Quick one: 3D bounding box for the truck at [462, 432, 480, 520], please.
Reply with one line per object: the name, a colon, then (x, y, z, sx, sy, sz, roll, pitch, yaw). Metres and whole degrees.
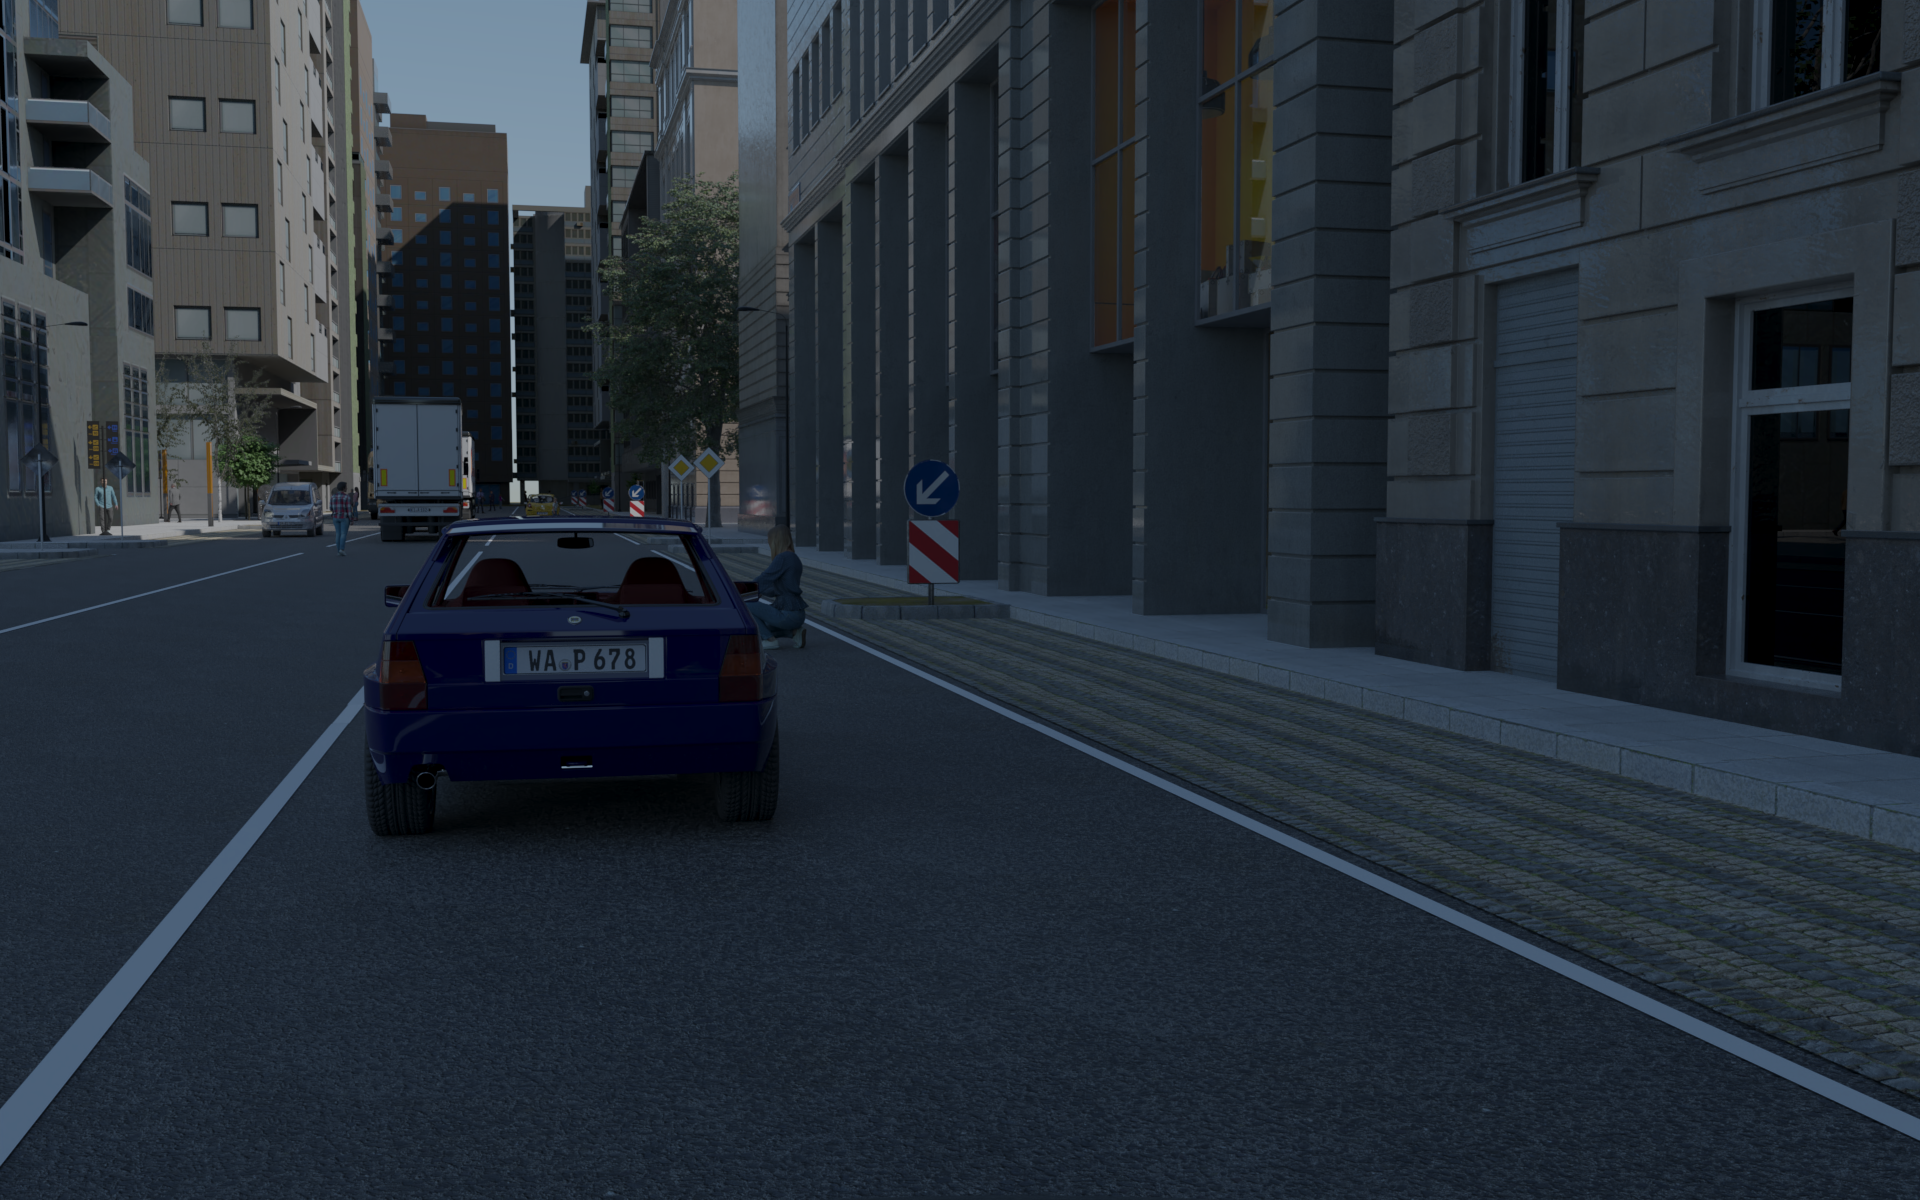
truck: (-24.546, -5.750, 82.924, 2.839, 4.237, 11.283, -1, 4, -14)

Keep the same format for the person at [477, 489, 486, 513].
person: (-35.396, -7.319, 128.033, 0.709, 1.838, 0.599, -3, 5, -39)

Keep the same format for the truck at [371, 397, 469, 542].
truck: (-17.210, -4.072, 55.492, 2.839, 4.237, 11.283, -1, 4, -16)

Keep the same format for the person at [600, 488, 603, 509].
person: (-30.871, -8.753, 149.255, 0.705, 1.812, 1.348, -1, 4, -18)

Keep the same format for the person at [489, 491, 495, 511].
person: (-39.298, -8.313, 145.339, 0.541, 1.710, 0.530, 2, 4, 34)

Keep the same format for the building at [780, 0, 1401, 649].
building: (4.572, -15.384, 29.029, 11.434, 29.767, 29.804, -1, 4, -14)

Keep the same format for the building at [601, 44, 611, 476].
building: (-20.531, -32.933, 158.064, 23.786, 49.044, 30.456, -1, 4, -14)

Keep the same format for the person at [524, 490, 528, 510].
person: (-38.690, -8.906, 154.633, 0.721, 1.766, 1.217, -1, 4, -18)

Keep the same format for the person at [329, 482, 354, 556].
person: (-14.357, -1.885, 40.156, 0.563, 1.720, 0.643, 1, 4, 14)

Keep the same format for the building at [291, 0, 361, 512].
building: (-51.557, -26.966, 124.483, 14.154, 41.232, 14.086, -1, 4, -14)

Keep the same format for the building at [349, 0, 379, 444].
building: (-59.083, -30.697, 152.004, 14.600, 45.320, 14.200, -1, 4, -14)

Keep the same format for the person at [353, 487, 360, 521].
person: (-32.155, -5.118, 92.181, 0.388, 1.821, 0.555, -1, 4, -15)

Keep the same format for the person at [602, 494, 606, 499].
person: (-29.699, -8.439, 144.964, 0.436, 1.711, 0.756, -1, 4, -12)

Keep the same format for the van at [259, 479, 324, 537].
van: (-22.663, -3.170, 58.848, 2.013, 2.044, 4.112, -1, 4, -15)

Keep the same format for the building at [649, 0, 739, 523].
building: (-7.965, -18.370, 86.259, 13.634, 28.700, 20.117, -1, 4, -14)

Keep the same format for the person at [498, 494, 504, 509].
person: (-43.679, -9.369, 164.903, 0.991, 1.433, 0.599, 3, 5, 42)

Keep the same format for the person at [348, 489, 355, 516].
person: (-38.861, -6.225, 110.673, 0.661, 1.777, 0.834, -2, 4, -31)

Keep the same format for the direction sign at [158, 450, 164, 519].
direction sign: (-41.374, -5.971, 89.621, 0.379, 3.537, 0.876, -2, 4, -33)

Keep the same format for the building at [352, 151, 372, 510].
building: (-55.238, -22.432, 138.465, 14.160, 30.474, 14.107, -1, 4, -14)

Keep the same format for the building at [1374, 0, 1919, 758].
building: (11.710, -12.561, 2.637, 12.463, 27.353, 25.104, -1, 4, -14)

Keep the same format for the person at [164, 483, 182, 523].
person: (-35.352, -4.364, 77.787, 0.834, 1.777, 0.661, 1, 4, 15)

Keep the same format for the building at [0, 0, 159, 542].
building: (-40.100, -45.447, 55.730, 22.319, 86.520, 31.000, -1, 4, -14)

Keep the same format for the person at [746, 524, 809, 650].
person: (-1.804, -0.122, 15.986, 0.738, 1.151, 1.012, 1, 4, 22)

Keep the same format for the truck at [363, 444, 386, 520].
truck: (-32.497, -6.799, 100.077, 2.839, 4.237, 11.283, -1, 4, -13)

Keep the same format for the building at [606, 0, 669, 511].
building: (-20.226, -27.580, 134.525, 14.154, 41.232, 14.086, -1, 4, -14)

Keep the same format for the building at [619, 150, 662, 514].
building: (-13.837, -17.868, 111.206, 14.314, 24.678, 30.058, -1, 4, -14)

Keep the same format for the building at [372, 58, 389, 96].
building: (-74.379, -34.143, 177.848, 30.456, 49.044, 23.786, -1, 4, -14)

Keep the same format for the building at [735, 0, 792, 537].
building: (2.137, -12.688, 56.592, 18.267, 20.994, 9.793, -1, 4, -14)

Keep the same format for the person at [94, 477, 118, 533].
person: (-27.178, -2.998, 55.086, 0.660, 1.820, 0.620, -3, 5, -44)

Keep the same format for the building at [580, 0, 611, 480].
building: (-25.537, -36.530, 186.509, 28.713, 52.752, 27.495, -1, 4, -14)

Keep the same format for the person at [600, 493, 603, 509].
person: (-30.512, -8.603, 148.179, 0.593, 1.643, 0.415, 0, 4, 0)

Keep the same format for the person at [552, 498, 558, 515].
person: (-19.264, -4.239, 82.487, 0.332, 1.250, 0.352, -2, 4, -29)

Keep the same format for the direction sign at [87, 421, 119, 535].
direction sign: (-26.577, -3.779, 53.781, 0.876, 3.537, 0.379, -2, 4, -24)

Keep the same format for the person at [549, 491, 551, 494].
person: (-45.604, -11.267, 192.717, 0.705, 1.823, 1.348, -2, 4, -29)

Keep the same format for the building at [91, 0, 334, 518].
building: (-52.309, -31.248, 100.138, 28.713, 52.752, 27.495, -1, 4, -14)
